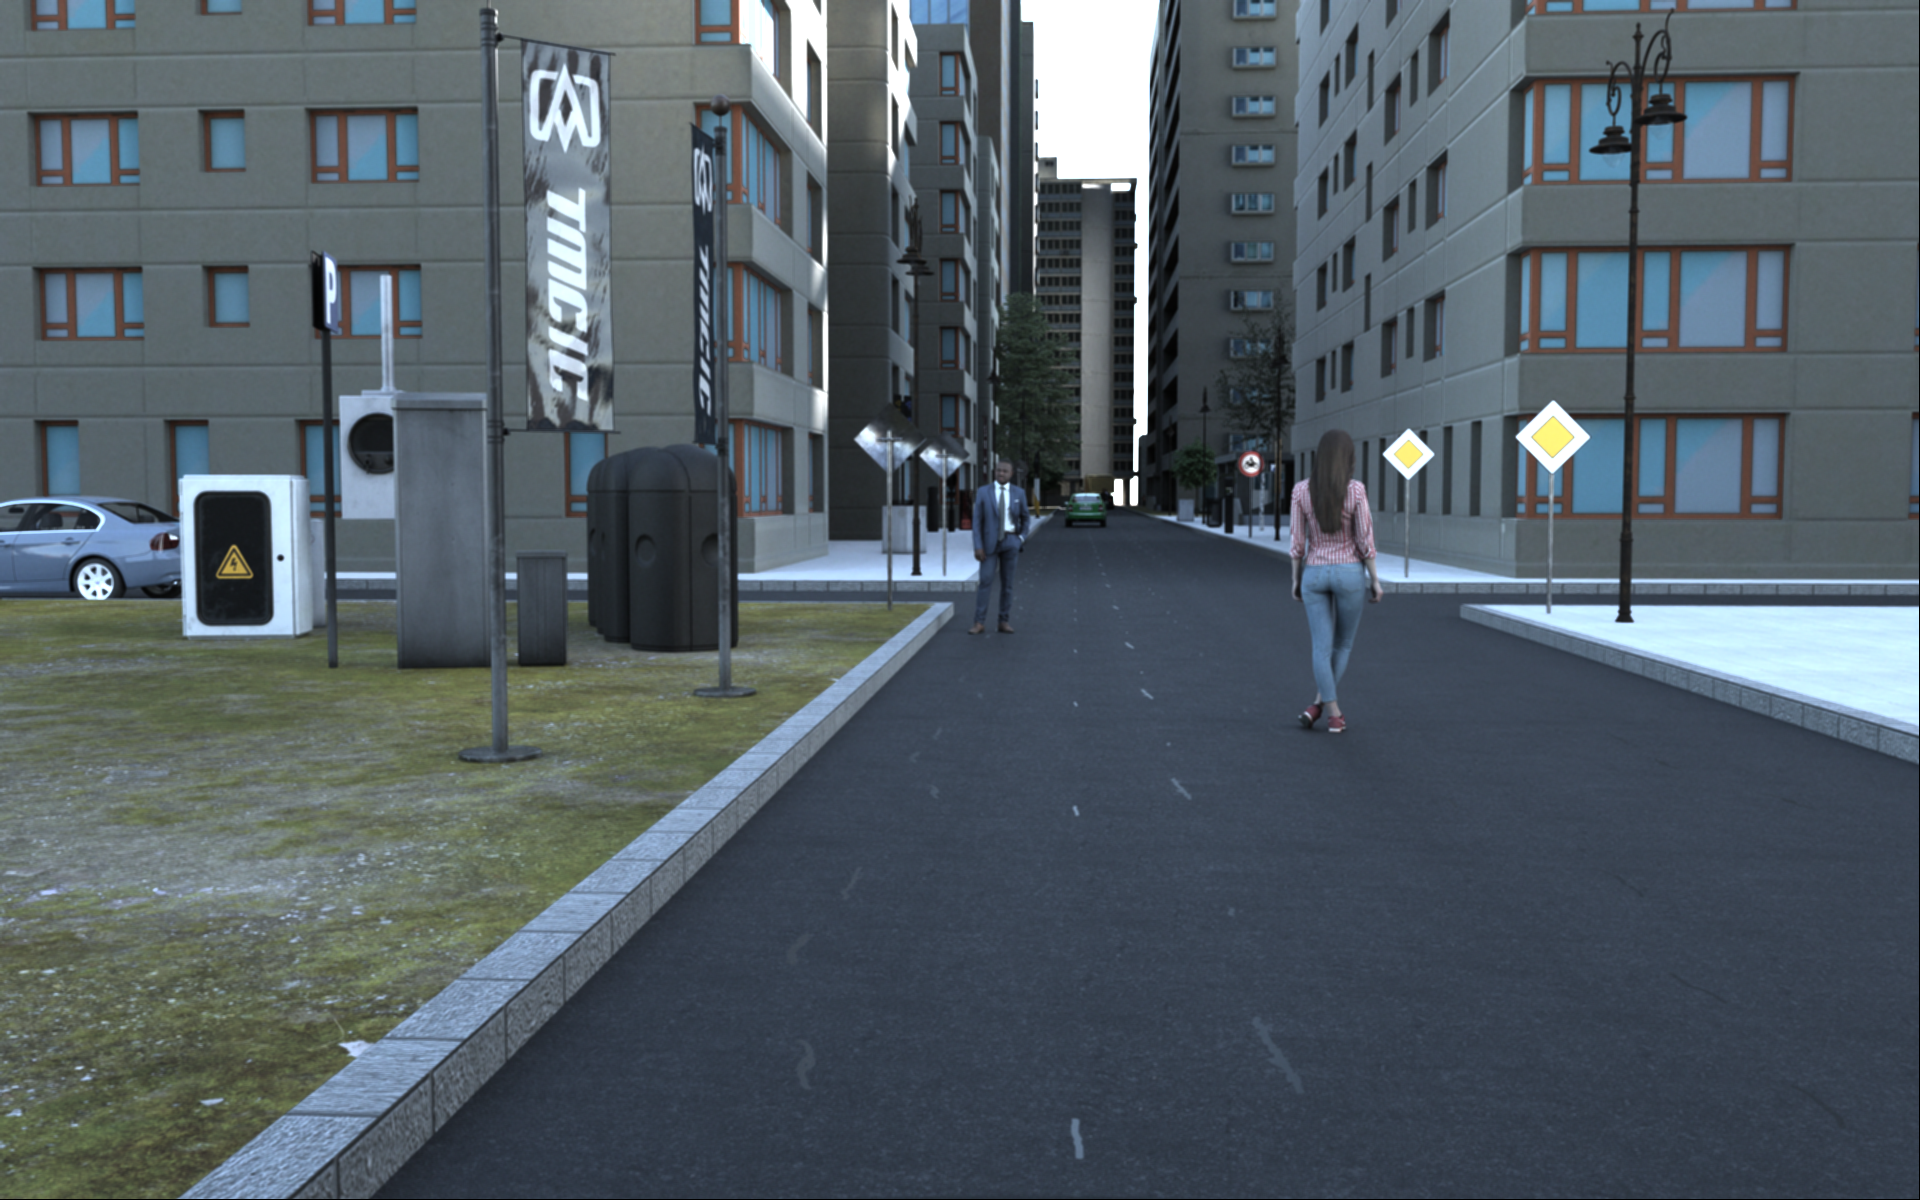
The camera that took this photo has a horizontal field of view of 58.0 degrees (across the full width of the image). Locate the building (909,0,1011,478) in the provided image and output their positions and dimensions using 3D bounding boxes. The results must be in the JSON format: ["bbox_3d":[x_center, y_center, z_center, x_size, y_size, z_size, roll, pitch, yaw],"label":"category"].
[{"bbox_3d":[-4.012,-28.067,109.010,14.600,45.320,14.200,0,4,4],"label":"building"}]

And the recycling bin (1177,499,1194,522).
[{"bbox_3d":[10.561,-4.194,81.121,0.722,1.027,0.722,0,4,-2],"label":"recycling bin"}]

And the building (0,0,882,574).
[{"bbox_3d":[-16.151,-12.081,42.566,27.650,21.520,28.899,0,4,4],"label":"building"}]

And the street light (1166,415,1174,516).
[{"bbox_3d":[12.262,-7.844,101.038,0.468,5.910,1.993,0,4,4],"label":"street light"}]

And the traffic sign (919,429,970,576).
[{"bbox_3d":[-0.240,-1.426,26.962,0.795,2.450,0.064,0,4,4],"label":"traffic sign"}]

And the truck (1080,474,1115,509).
[{"bbox_3d":[13.374,-10.433,166.503,3.469,3.379,9.791,0,4,2],"label":"truck"}]

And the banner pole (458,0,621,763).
[{"bbox_3d":[-2.058,-1.129,8.476,0.863,3.779,0.401,-3,4,-37],"label":"banner pole"}]

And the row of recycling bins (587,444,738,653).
[{"bbox_3d":[-2.783,-0.521,15.638,1.069,1.692,3.534,-1,4,-19],"label":"row of recycling bins"}]

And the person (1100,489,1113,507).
[{"bbox_3d":[10.071,-6.902,121.371,1.348,1.821,0.705,-1,4,-23],"label":"person"}]

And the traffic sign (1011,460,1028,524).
[{"bbox_3d":[2.185,-3.985,65.259,0.768,2.556,0.104,1,4,13],"label":"traffic sign"}]

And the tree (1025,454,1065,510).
[{"bbox_3d":[7.521,-10.237,151.083,4.285,4.588,4.351,0,3,0],"label":"tree"}]

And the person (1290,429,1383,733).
[{"bbox_3d":[2.270,-0.119,10.448,0.555,1.821,0.388,1,4,10],"label":"person"}]

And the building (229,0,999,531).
[{"bbox_3d":[-12.680,-14.325,79.247,27.650,21.520,28.899,0,4,4],"label":"building"}]

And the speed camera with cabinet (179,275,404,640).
[{"bbox_3d":[-5.851,-1.294,15.496,2.038,3.252,0.660,0,4,-7],"label":"speed camera with cabinet"}]

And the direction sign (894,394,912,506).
[{"bbox_3d":[-1.313,-2.921,39.760,0.379,3.537,0.876,2,4,24],"label":"direction sign"}]

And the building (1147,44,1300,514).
[{"bbox_3d":[31.836,-27.494,141.412,32.217,40.220,23.993,0,4,4],"label":"building"}]

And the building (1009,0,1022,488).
[{"bbox_3d":[-2.868,-26.888,123.206,14.154,41.232,14.086,0,4,4],"label":"building"}]

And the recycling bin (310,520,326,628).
[{"bbox_3d":[-6.569,-0.259,16.791,0.722,1.027,0.722,-2,4,-25],"label":"recycling bin"}]

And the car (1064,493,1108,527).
[{"bbox_3d":[5.571,-4.143,76.540,1.959,1.807,4.718,0,4,5],"label":"car"}]

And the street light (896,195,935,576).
[{"bbox_3d":[-0.688,-3.326,27.163,0.468,5.910,1.993,0,4,4],"label":"street light"}]

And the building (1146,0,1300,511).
[{"bbox_3d":[28.914,-33.055,164.154,21.300,48.544,21.600,0,4,4],"label":"building"}]

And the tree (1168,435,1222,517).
[{"bbox_3d":[13.089,-6.880,96.200,4.285,4.588,4.351,0,3,0],"label":"tree"}]

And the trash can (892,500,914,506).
[{"bbox_3d":[-1.500,-1.989,44.179,0.748,1.137,0.748,0,3,0],"label":"trash can"}]

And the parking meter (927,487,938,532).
[{"bbox_3d":[-0.916,-3.075,58.686,0.372,1.533,0.369,0,3,0],"label":"parking meter"}]

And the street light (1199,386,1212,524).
[{"bbox_3d":[10.460,-6.198,74.128,0.468,5.910,1.993,0,4,4],"label":"street light"}]

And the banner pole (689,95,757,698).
[{"bbox_3d":[-1.536,-1.268,10.746,0.401,3.779,0.863,0,4,8],"label":"banner pole"}]

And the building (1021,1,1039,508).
[{"bbox_3d":[-3.333,-33.203,166.572,21.600,48.544,21.300,0,4,4],"label":"building"}]

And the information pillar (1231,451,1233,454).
[{"bbox_3d":[14.857,-6.251,93.552,0.504,3.616,0.183,1,4,12],"label":"information pillar"}]

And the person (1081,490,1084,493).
[{"bbox_3d":[8.583,-6.858,121.562,0.756,1.711,0.436,-2,4,-31],"label":"person"}]

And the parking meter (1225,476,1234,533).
[{"bbox_3d":[8.784,-3.107,56.503,0.255,1.863,0.399,1,4,14],"label":"parking meter"}]

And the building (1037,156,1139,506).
[{"bbox_3d":[8.596,-31.194,201.908,23.993,40.220,32.217,0,4,4],"label":"building"}]

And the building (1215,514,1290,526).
[{"bbox_3d":[27.843,-23.432,75.002,32.217,40.220,23.993,0,4,4],"label":"building"}]

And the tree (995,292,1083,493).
[{"bbox_3d":[3.125,-10.996,97.914,7.486,12.596,7.792,0,3,0],"label":"tree"}]

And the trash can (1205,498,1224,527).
[{"bbox_3d":[9.804,-3.371,66.765,0.748,1.137,0.748,0,3,0],"label":"trash can"}]

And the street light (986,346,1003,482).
[{"bbox_3d":[1.085,-4.992,54.412,0.468,5.910,1.993,0,4,4],"label":"street light"}]

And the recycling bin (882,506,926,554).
[{"bbox_3d":[-1.202,-1.521,37.415,0.722,1.027,0.722,2,4,33],"label":"recycling bin"}]

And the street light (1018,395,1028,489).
[{"bbox_3d":[2.966,-6.623,81.081,0.468,5.910,1.993,0,4,4],"label":"street light"}]

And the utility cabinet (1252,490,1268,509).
[{"bbox_3d":[15.501,-5.001,90.444,1.173,1.500,0.318,-1,4,-18],"label":"utility cabinet"}]

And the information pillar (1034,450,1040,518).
[{"bbox_3d":[4.097,-6.168,92.202,0.183,3.616,0.504,-1,4,-22],"label":"information pillar"}]

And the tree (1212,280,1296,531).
[{"bbox_3d":[10.595,-6.736,60.492,4.360,8.622,3.978,0,3,0],"label":"tree"}]

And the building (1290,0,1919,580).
[{"bbox_3d":[23.756,-11.828,38.427,28.899,21.520,27.650,0,4,4],"label":"building"}]

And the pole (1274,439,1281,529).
[{"bbox_3d":[11.739,-4.289,63.972,0.158,3.312,0.155,0,3,0],"label":"pole"}]

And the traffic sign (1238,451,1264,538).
[{"bbox_3d":[8.557,-3.111,50.973,0.768,2.556,0.104,0,4,5],"label":"traffic sign"}]

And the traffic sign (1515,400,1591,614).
[{"bbox_3d":[6.309,-0.909,18.506,0.795,2.450,0.064,0,4,4],"label":"traffic sign"}]

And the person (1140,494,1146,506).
[{"bbox_3d":[19.408,-10.444,182.517,1.065,1.426,0.557,-2,4,-32],"label":"person"}]

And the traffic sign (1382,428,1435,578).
[{"bbox_3d":[6.837,-1.396,26.474,0.795,2.450,0.064,0,4,4],"label":"traffic sign"}]

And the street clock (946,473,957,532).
[{"bbox_3d":[-0.286,-3.318,58.813,0.358,2.002,0.471,1,4,18],"label":"street clock"}]

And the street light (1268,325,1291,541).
[{"bbox_3d":[8.757,-4.577,47.616,0.468,5.910,1.993,0,4,4],"label":"street light"}]

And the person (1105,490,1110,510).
[{"bbox_3d":[13.133,-8.974,155.094,0.709,1.838,0.599,2,4,29],"label":"person"}]

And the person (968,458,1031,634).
[{"bbox_3d":[0.391,-0.567,17.951,0.721,1.800,0.419,-1,4,-15],"label":"person"}]

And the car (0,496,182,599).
[{"bbox_3d":[-12.204,-0.673,23.009,4.499,1.417,2.014,0,4,5],"label":"car"}]

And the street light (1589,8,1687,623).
[{"bbox_3d":[6.650,-2.714,17.154,0.468,5.910,1.993,0,4,4],"label":"street light"}]

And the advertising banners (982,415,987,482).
[{"bbox_3d":[0.699,-2.643,39.401,0.090,3.025,2.074,1,4,11],"label":"advertising banners"}]

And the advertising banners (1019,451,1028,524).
[{"bbox_3d":[2.618,-4.582,71.106,0.090,3.025,2.074,0,4,-6],"label":"advertising banners"}]

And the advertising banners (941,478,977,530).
[{"bbox_3d":[0.244,-3.997,61.540,2.074,3.025,0.090,0,4,-1],"label":"advertising banners"}]

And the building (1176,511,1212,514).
[{"bbox_3d":[25.143,-30.264,118.521,21.300,48.544,21.600,0,4,4],"label":"building"}]

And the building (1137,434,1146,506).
[{"bbox_3d":[35.687,-53.872,193.483,31.000,86.520,22.319,0,4,4],"label":"building"}]

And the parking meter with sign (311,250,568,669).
[{"bbox_3d":[-3.817,-1.014,12.845,1.738,3.016,0.543,-1,4,-10],"label":"parking meter with sign"}]

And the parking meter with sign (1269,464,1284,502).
[{"bbox_3d":[17.049,-5.778,90.729,0.543,3.016,1.738,-3,5,-44],"label":"parking meter with sign"}]

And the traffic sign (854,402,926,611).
[{"bbox_3d":[-0.769,-0.939,18.994,0.795,2.450,0.064,0,4,4],"label":"traffic sign"}]
